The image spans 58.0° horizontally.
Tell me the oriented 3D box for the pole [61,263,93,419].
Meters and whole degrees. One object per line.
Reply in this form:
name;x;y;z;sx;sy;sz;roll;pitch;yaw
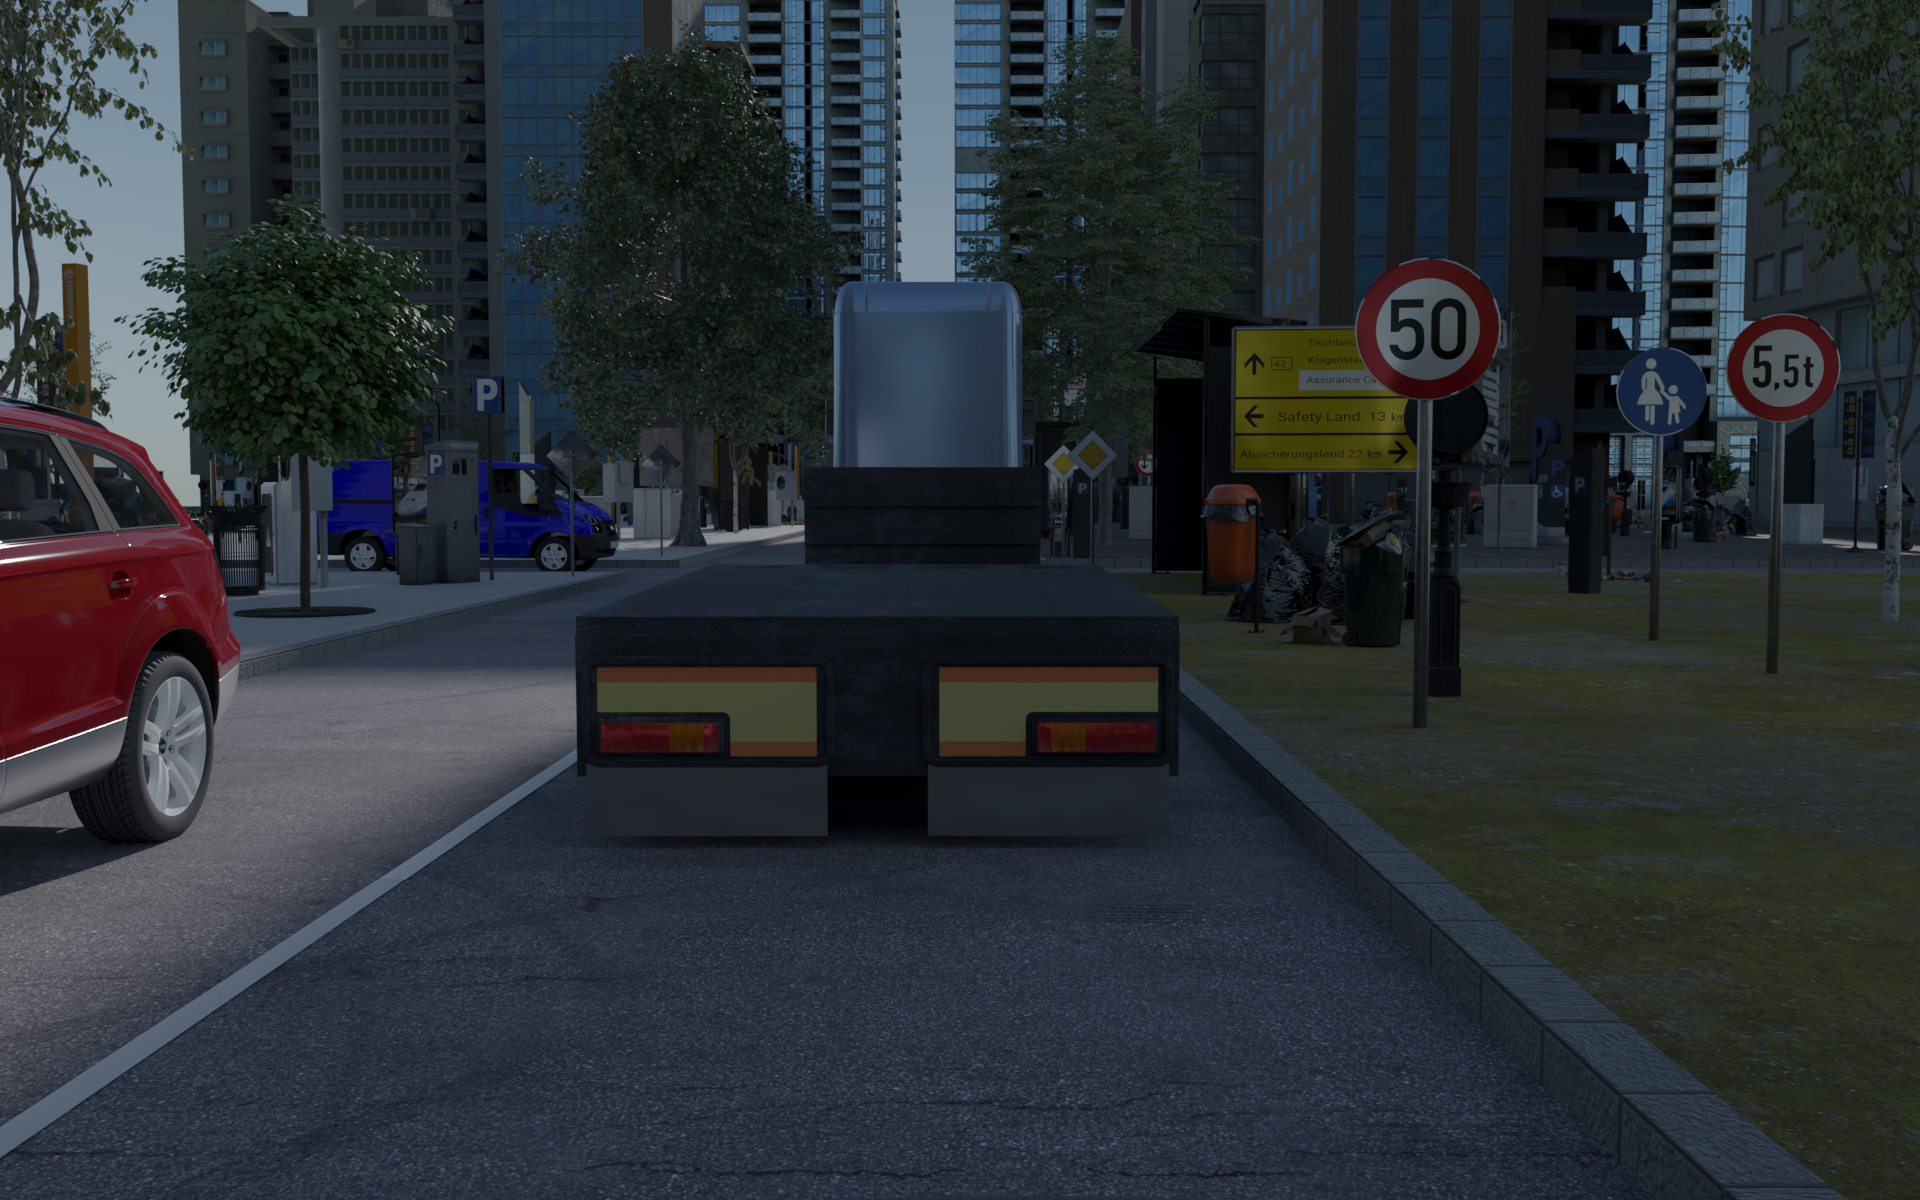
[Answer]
pole;-7.844;-1.321;15.445;0.158;3.312;0.155;0;3;0

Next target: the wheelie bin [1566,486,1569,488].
wheelie bin;24.318;-3.740;69.064;0.980;1.594;0.693;-2;4;-35

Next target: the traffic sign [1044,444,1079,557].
traffic sign;2.091;-1.922;35.075;0.795;2.450;0.064;0;4;0

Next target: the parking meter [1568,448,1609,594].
parking meter;8.100;-1.023;22.429;0.255;1.863;0.399;-2;4;-25

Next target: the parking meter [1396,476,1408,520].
parking meter;14.423;-3.108;56.525;0.255;1.863;0.399;2;4;31

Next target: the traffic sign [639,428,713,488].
traffic sign;-8.698;-3.623;53.114;2.265;3.308;0.079;0;4;1

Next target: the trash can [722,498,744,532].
trash can;-7.686;-2.876;58.681;0.748;1.137;0.748;0;3;0

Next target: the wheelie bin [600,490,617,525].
wheelie bin;-14.675;-3.970;72.818;0.693;1.594;0.980;3;5;42

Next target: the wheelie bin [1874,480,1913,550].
wheelie bin;21.373;-1.939;39.617;0.693;1.594;0.980;0;4;-4

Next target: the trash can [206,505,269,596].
trash can;-9.150;-0.632;21.981;0.748;1.137;0.748;0;3;0

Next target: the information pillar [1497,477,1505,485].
information pillar;22.764;-4.187;72.956;0.304;2.012;0.304;1;4;20

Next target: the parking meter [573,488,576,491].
parking meter;-13.743;-3.227;61.179;0.372;1.533;0.369;0;3;0

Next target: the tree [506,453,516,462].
tree;-20.978;-5.291;81.117;1.663;3.219;1.824;0;3;0

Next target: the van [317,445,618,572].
van;-8.845;-1.646;31.288;5.245;2.365;2.240;0;4;2

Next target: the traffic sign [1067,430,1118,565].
traffic sign;2.070;-1.434;27.090;0.795;2.450;0.064;0;4;0

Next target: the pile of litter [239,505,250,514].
pile of litter;-28.945;-3.389;69.369;1.176;0.858;1.719;0;4;-1

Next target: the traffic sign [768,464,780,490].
traffic sign;-7.971;-4.475;73.279;0.768;2.556;0.104;0;4;7

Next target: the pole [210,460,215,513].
pole;-45.063;-6.762;104.401;0.158;3.312;0.155;0;3;0

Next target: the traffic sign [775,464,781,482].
traffic sign;-7.743;-4.567;74.673;0.884;2.594;0.081;0;4;6

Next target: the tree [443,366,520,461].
tree;-27.779;-9.174;100.353;4.360;8.622;3.978;0;3;0

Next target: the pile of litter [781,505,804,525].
pile of litter;-6.813;-3.524;71.585;1.719;0.858;1.176;-1;4;-12

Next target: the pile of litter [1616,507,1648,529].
pile of litter;25.167;-3.103;64.692;1.719;0.858;1.176;-2;4;-35

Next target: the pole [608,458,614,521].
pole;-13.081;-4.345;64.883;0.158;3.312;0.155;0;3;0

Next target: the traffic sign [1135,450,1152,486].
traffic sign;5.442;-3.059;50.121;0.768;2.556;0.104;0;4;3

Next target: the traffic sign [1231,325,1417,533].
traffic sign;4.427;-1.659;20.992;2.265;3.308;0.079;0;4;6

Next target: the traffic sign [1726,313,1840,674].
traffic sign;5.812;-0.747;12.318;0.768;2.556;0.104;0;4;7

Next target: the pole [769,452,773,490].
pole;-9.067;-5.459;83.090;0.158;3.312;0.155;0;3;0

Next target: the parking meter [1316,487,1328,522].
parking meter;12.234;-3.068;58.574;0.372;1.533;0.369;0;3;0

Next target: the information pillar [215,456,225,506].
information pillar;-44.448;-6.893;104.055;0.504;3.616;0.183;-2;4;-29

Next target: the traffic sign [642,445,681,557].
traffic sign;-6.053;-1.925;35.116;0.795;2.450;0.064;0;4;0

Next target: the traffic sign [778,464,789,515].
traffic sign;-7.597;-4.535;74.249;0.768;2.556;0.104;0;4;6

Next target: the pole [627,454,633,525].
pole;-13.500;-4.709;70.830;0.158;3.312;0.155;0;3;0

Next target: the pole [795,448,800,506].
pole;-7.157;-5.031;76.095;0.158;3.312;0.155;0;3;0

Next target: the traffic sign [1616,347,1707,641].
traffic sign;6.087;-0.918;15.121;0.768;2.556;0.104;0;4;4

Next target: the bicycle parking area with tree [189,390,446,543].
bicycle parking area with tree;-17.072;-3.731;47.999;8.231;4.147;9.016;1;4;15

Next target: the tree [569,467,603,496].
tree;-19.589;-5.847;90.196;1.663;3.219;1.824;0;3;0

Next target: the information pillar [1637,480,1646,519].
information pillar;35.184;-5.196;89.448;0.304;2.012;0.304;-1;4;-20

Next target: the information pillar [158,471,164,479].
information pillar;-25.194;-3.057;54.480;0.304;2.012;0.304;-2;4;-26

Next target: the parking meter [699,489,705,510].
parking meter;-11.193;-4.062;74.817;0.372;1.533;0.369;0;3;0

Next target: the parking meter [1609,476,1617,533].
parking meter;21.490;-3.152;57.245;0.399;1.863;0.255;2;4;26

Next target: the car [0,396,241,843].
car;-4.257;0.183;5.676;2.281;1.827;5.304;0;4;0

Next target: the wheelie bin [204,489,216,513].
wheelie bin;-46.078;-6.015;106.247;0.693;1.594;0.980;-1;4;-12

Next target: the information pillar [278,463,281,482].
information pillar;-14.485;-2.812;37.324;0.504;3.616;0.183;1;4;23

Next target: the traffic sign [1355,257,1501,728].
traffic sign;2.527;-0.571;9.437;0.768;2.556;0.104;1;4;8

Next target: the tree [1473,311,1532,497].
tree;20.043;-7.114;66.674;4.737;8.622;4.395;0;3;0

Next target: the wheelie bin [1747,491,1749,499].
wheelie bin;46.693;-5.753;101.966;0.693;1.594;0.980;1;4;16

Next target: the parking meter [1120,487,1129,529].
parking meter;6.097;-3.391;63.860;0.372;1.533;0.369;0;3;0

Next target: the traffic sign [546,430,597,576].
traffic sign;-6.074;-1.437;27.131;0.795;2.450;0.064;0;4;0

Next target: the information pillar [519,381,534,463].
information pillar;-8.989;-2.728;35.959;0.183;3.616;0.504;-3;5;-41

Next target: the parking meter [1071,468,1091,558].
parking meter;2.434;-1.777;34.759;0.399;1.863;0.255;0;4;0

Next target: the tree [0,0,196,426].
tree;-6.995;-3.774;12.061;4.360;8.622;3.978;0;3;0

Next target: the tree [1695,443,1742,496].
tree;28.766;-4.347;65.681;1.663;3.219;1.824;0;3;0

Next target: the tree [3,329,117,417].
tree;-36.761;-7.367;70.812;4.737;8.622;4.395;0;3;0
